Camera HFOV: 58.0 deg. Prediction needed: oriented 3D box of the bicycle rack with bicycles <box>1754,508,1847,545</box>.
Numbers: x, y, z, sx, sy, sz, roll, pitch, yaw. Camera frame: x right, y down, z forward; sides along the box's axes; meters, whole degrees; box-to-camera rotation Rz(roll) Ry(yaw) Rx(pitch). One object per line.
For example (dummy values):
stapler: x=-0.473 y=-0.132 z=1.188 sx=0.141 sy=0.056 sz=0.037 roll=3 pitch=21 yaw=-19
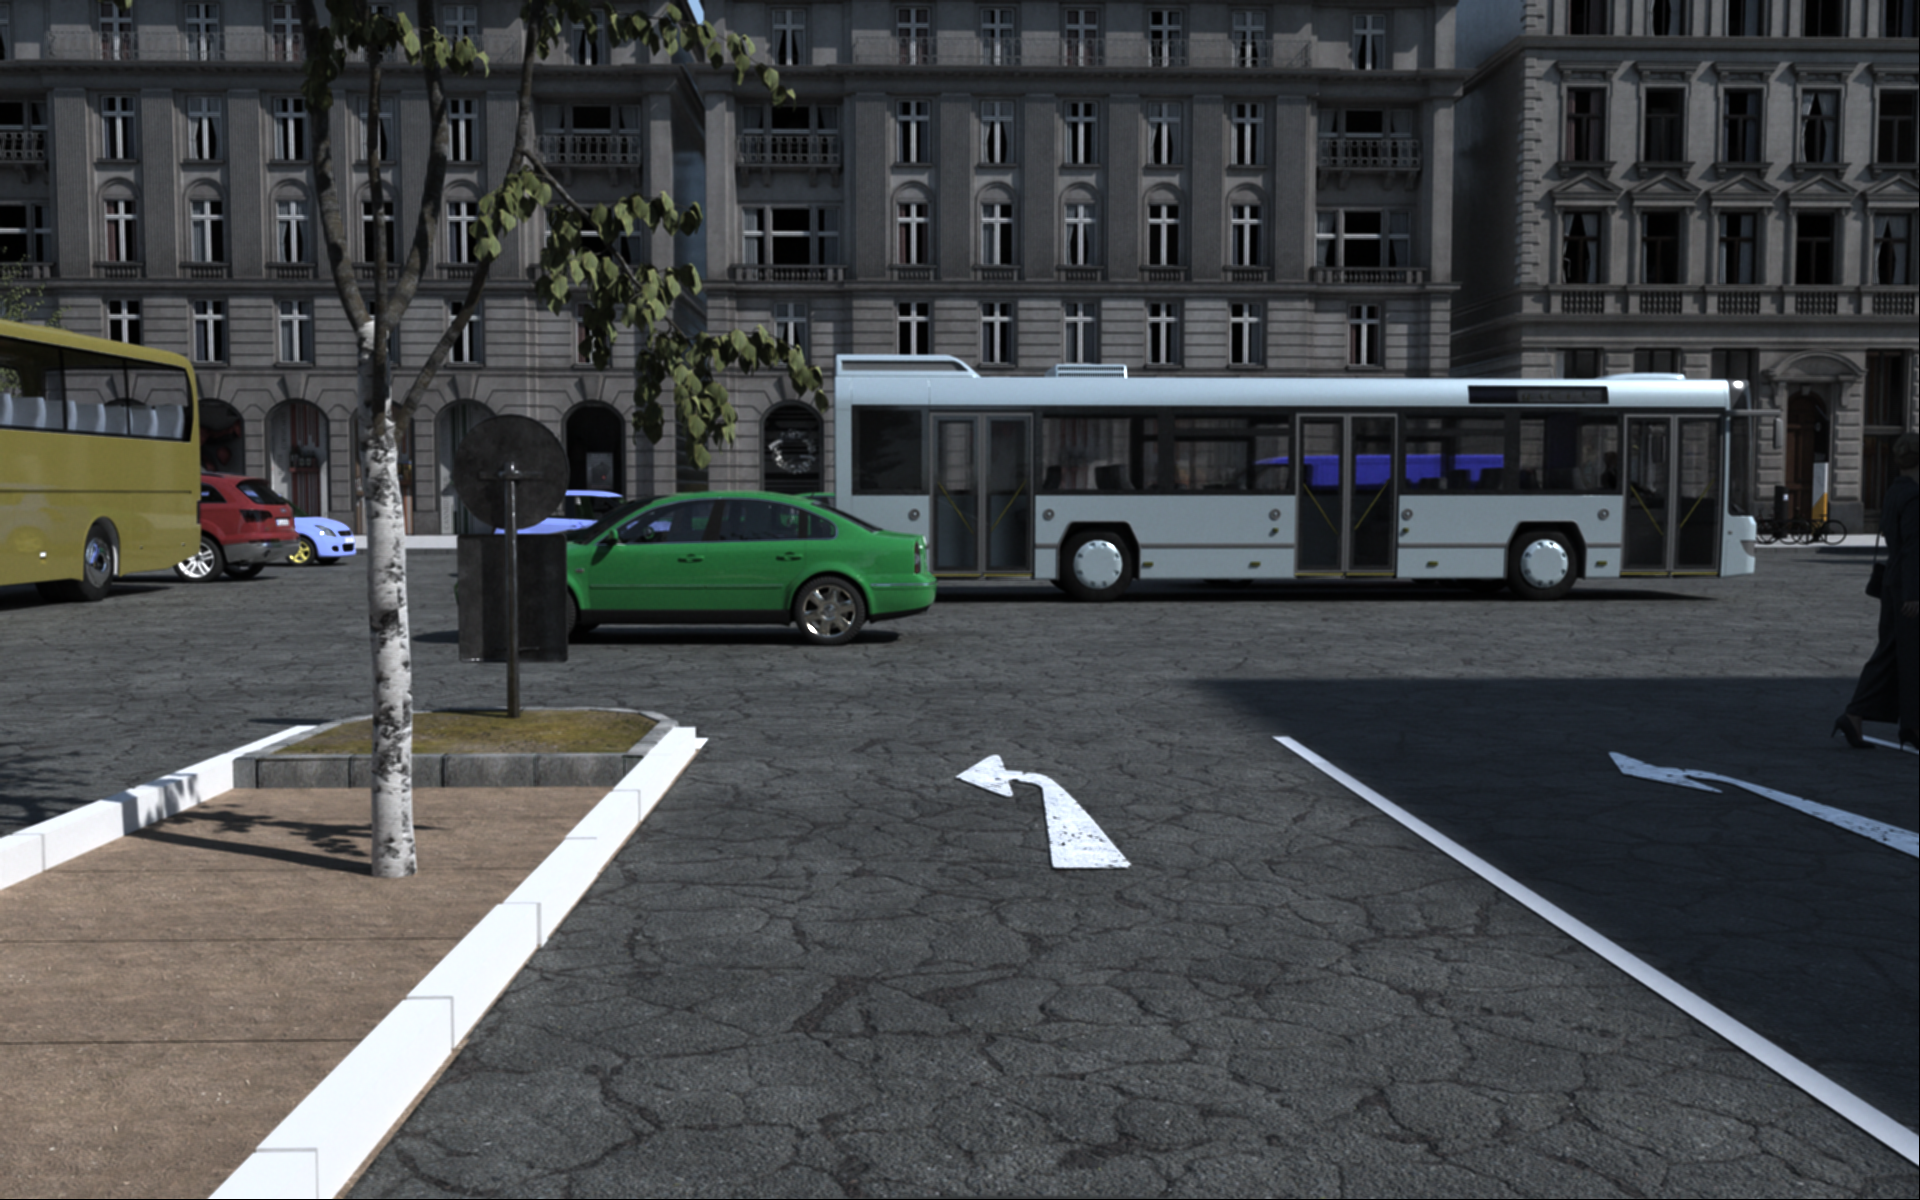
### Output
bicycle rack with bicycles: x=21.268 y=-1.910 z=44.619 sx=2.925 sy=0.926 sz=2.852 roll=3 pitch=5 yaw=41

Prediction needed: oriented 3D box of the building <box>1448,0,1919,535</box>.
building: x=26.490 y=-14.044 z=58.491 sx=19.941 sy=23.489 sz=11.050 roll=0 pitch=4 yaw=-2

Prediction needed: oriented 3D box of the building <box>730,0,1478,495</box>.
building: x=3.555 y=-13.297 z=59.198 sx=24.055 sy=21.916 sz=13.314 roll=0 pitch=4 yaw=-2

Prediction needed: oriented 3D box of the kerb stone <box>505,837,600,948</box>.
kerb stone: x=-1.397 y=0.998 z=5.965 sx=0.120 sy=0.150 sz=1.000 roll=0 pitch=4 yaw=-2

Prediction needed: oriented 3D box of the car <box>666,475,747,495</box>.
car: x=-5.472 y=-1.514 z=33.550 sx=4.718 sy=1.807 sz=1.959 roll=0 pitch=4 yaw=-3

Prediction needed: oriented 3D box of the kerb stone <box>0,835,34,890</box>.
kerb stone: x=-3.501 y=0.989 z=6.020 sx=0.120 sy=0.150 sz=1.000 roll=0 pitch=4 yaw=-2

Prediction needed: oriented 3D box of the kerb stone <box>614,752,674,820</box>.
kerb stone: x=-1.464 y=0.867 z=8.021 sx=0.120 sy=0.150 sz=1.000 roll=0 pitch=4 yaw=-2

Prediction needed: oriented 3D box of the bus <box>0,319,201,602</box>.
bus: x=-12.575 y=-1.749 z=20.141 sx=2.896 sy=3.916 sz=12.252 roll=0 pitch=4 yaw=-2

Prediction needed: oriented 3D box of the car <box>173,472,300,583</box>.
car: x=-13.780 y=-1.227 z=28.739 sx=5.304 sy=1.827 sz=2.281 roll=0 pitch=4 yaw=-1

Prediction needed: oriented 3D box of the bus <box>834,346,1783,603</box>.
bus: x=4.913 y=-1.786 z=24.062 sx=13.247 sy=3.499 sz=2.948 roll=0 pitch=4 yaw=-3

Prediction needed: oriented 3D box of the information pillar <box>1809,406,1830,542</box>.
information pillar: x=22.774 y=-3.333 z=45.854 sx=0.183 sy=3.616 sz=0.504 roll=-1 pitch=4 yaw=-11

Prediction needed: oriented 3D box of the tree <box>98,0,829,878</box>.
tree: x=-2.077 y=-3.253 z=6.004 sx=4.737 sy=8.622 sz=4.395 roll=0 pitch=3 yaw=0

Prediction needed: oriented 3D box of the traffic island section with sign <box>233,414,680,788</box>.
traffic island section with sign: x=-2.556 y=-0.073 z=9.335 sx=2.006 sy=1.907 sz=1.989 roll=0 pitch=4 yaw=-2

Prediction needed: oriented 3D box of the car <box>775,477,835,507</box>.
car: x=-2.567 y=-1.706 z=36.697 sx=4.718 sy=1.807 sz=1.959 roll=0 pitch=4 yaw=-3

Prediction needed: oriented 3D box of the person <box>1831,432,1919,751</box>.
person: x=5.235 y=-0.043 z=9.630 sx=0.534 sy=1.772 sz=0.576 roll=-1 pitch=4 yaw=-11

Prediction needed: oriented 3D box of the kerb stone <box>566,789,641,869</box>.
kerb stone: x=-1.436 y=0.933 z=6.994 sx=0.120 sy=0.150 sz=1.000 roll=0 pitch=4 yaw=-2

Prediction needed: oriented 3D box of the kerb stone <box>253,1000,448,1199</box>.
kerb stone: x=-1.340 y=1.121 z=3.907 sx=0.120 sy=0.150 sz=1.000 roll=0 pitch=4 yaw=-2

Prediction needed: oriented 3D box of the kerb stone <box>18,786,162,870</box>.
kerb stone: x=-3.536 y=0.927 z=7.047 sx=0.120 sy=0.150 sz=1.000 roll=0 pitch=4 yaw=-2

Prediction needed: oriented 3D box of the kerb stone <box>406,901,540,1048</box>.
kerb stone: x=-1.373 y=1.058 z=4.938 sx=0.120 sy=0.150 sz=1.000 roll=0 pitch=4 yaw=-2

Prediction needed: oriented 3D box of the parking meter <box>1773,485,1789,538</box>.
parking meter: x=23.769 y=-2.552 z=50.139 sx=0.372 sy=1.533 sz=0.369 roll=0 pitch=3 yaw=0

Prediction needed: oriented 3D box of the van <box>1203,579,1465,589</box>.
van: x=5.879 y=-1.383 z=26.995 sx=5.245 sy=2.365 sz=2.240 roll=0 pitch=4 yaw=-2

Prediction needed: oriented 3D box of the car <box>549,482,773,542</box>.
car: x=-3.991 y=-0.794 z=22.764 sx=4.222 sy=1.686 sz=2.009 roll=0 pitch=4 yaw=-4

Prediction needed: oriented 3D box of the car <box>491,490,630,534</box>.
car: x=-6.271 y=-1.255 z=30.106 sx=3.694 sy=1.707 sz=1.945 roll=0 pitch=4 yaw=0

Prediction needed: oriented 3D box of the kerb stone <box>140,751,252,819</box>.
kerb stone: x=-3.563 y=0.864 z=8.073 sx=0.120 sy=0.150 sz=1.000 roll=0 pitch=4 yaw=-2

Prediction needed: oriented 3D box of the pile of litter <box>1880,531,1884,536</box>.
pile of litter: x=28.230 y=-2.323 z=51.950 sx=1.176 sy=0.858 sz=1.719 roll=2 pitch=4 yaw=35

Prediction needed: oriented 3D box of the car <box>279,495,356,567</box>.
car: x=-14.130 y=-1.548 z=34.900 sx=3.694 sy=1.707 sz=1.945 roll=0 pitch=4 yaw=-1

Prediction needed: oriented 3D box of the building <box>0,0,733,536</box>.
building: x=-20.588 y=-13.260 z=58.597 sx=24.055 sy=21.916 sz=13.314 roll=0 pitch=4 yaw=-2

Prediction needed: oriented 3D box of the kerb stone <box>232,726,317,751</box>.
kerb stone: x=-3.598 y=0.802 z=9.110 sx=0.120 sy=0.150 sz=1.000 roll=0 pitch=4 yaw=-2

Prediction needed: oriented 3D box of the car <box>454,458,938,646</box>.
car: x=-2.580 y=-0.510 z=17.128 sx=4.718 sy=1.807 sz=1.959 roll=0 pitch=3 yaw=0

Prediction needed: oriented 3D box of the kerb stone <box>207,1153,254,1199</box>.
kerb stone: x=-1.300 y=1.181 z=2.880 sx=0.120 sy=0.150 sz=1.000 roll=0 pitch=4 yaw=-2

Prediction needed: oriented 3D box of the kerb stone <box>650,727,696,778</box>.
kerb stone: x=-1.501 y=0.806 z=9.049 sx=0.120 sy=0.150 sz=1.000 roll=0 pitch=4 yaw=-2
